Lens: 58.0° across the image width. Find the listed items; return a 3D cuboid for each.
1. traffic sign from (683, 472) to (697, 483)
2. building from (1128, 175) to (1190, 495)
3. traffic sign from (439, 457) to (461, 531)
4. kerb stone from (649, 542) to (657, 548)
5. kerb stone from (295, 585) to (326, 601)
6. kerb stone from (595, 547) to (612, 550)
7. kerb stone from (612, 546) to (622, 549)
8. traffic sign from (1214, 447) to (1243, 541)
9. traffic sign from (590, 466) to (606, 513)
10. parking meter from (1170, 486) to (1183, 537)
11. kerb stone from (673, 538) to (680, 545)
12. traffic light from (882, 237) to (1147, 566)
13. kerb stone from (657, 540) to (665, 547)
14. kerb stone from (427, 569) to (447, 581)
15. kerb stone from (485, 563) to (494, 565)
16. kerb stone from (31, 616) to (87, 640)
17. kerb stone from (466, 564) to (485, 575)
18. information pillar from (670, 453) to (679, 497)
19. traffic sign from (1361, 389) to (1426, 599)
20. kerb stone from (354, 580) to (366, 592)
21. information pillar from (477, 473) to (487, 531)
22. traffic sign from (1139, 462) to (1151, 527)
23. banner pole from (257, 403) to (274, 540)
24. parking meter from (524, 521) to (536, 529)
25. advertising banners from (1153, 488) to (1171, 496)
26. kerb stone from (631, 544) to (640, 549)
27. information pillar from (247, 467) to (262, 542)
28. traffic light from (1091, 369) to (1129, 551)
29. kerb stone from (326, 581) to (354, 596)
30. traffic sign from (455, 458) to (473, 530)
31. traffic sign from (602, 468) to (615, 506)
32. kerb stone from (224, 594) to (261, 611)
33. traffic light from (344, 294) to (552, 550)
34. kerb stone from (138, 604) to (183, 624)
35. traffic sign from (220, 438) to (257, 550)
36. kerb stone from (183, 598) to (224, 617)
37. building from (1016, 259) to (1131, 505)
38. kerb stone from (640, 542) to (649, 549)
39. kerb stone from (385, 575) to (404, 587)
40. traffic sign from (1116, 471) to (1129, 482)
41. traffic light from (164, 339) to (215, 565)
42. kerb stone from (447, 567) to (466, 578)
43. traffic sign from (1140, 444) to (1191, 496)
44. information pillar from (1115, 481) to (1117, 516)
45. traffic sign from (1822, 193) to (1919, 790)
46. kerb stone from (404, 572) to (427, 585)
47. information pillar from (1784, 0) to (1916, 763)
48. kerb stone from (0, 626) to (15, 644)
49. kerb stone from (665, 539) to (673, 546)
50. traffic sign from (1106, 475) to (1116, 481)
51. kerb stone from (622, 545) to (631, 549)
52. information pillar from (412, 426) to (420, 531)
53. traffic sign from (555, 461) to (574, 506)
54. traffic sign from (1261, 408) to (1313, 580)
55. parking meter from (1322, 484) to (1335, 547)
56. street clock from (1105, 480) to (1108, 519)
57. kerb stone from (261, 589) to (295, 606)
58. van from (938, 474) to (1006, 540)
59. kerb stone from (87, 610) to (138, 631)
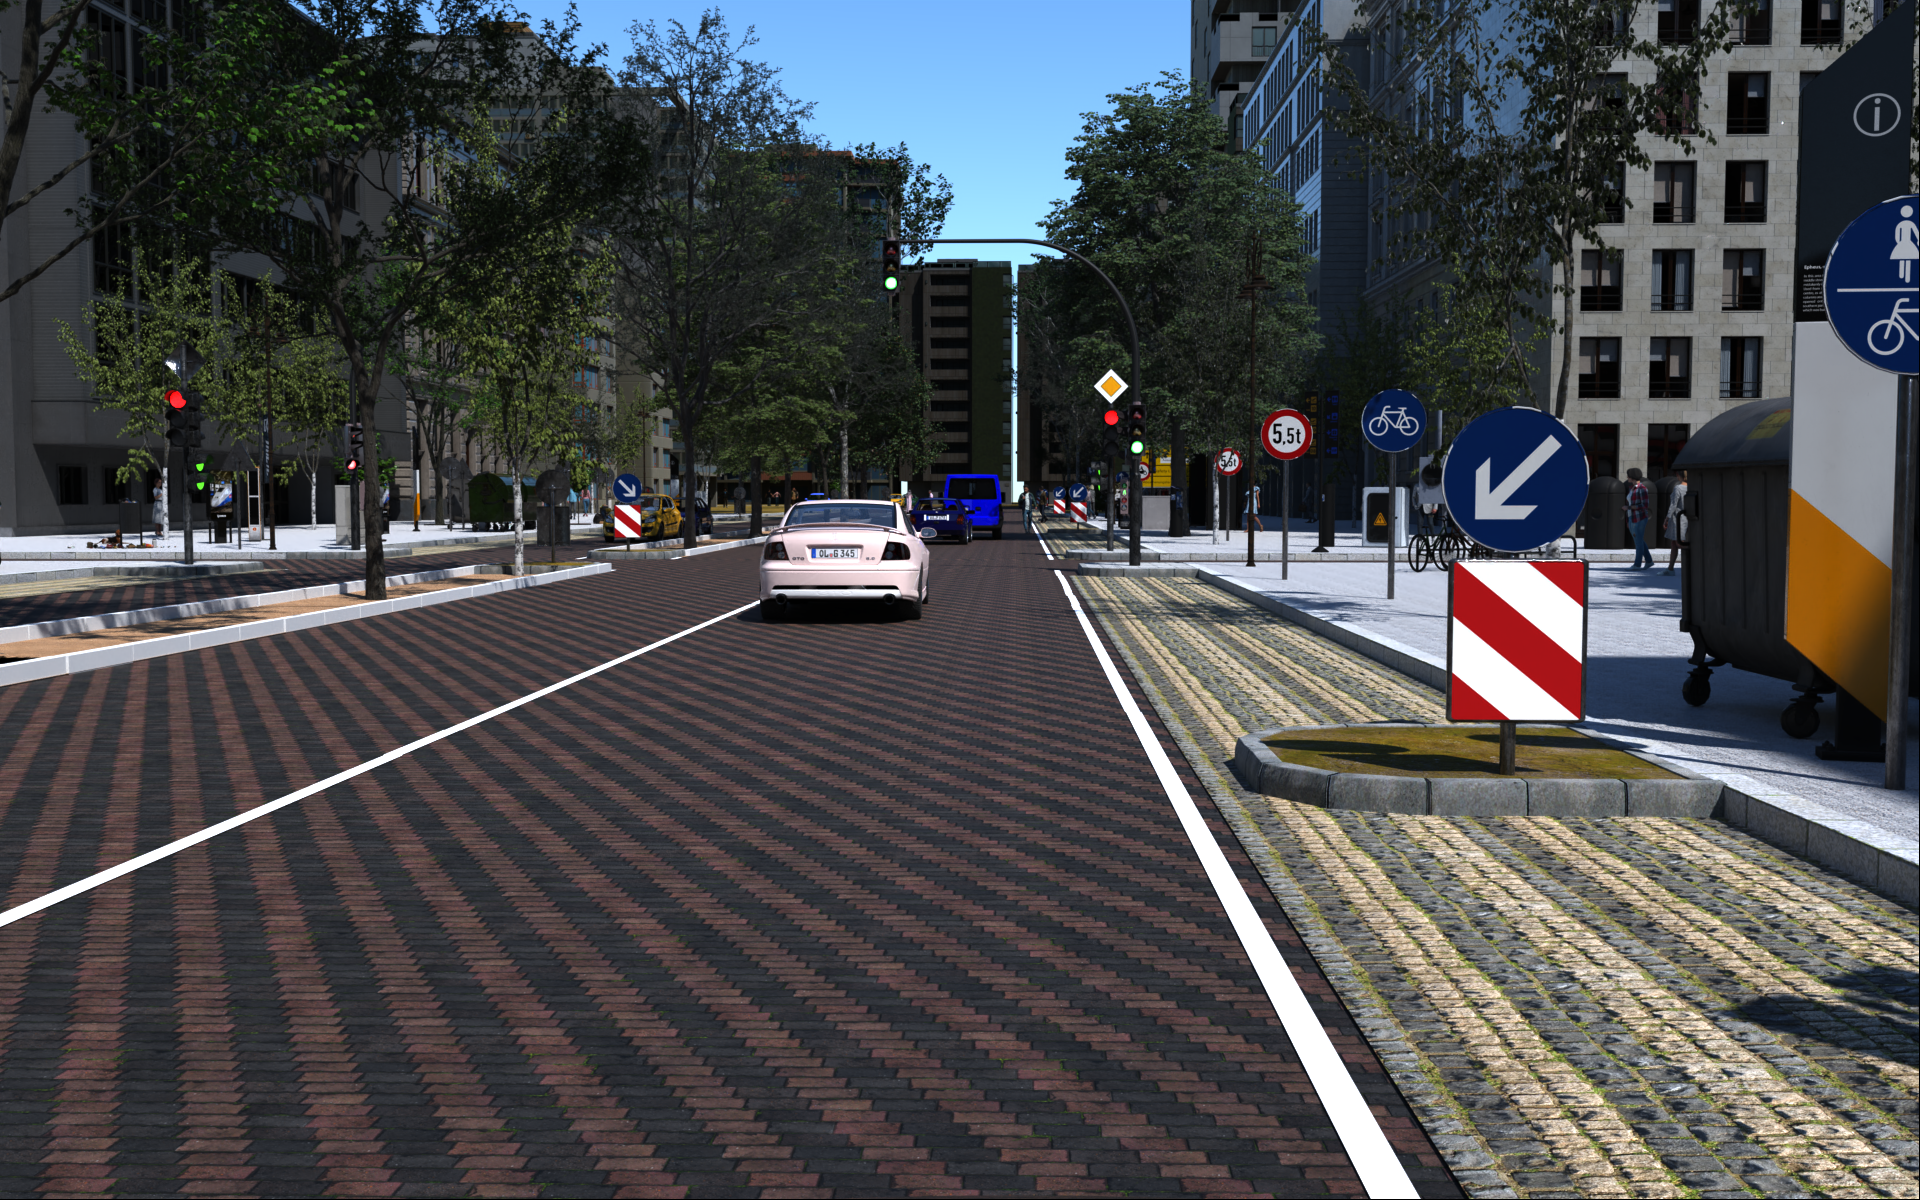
[{"bbox_3d":[-14.393,-5.641,92.339,0.768,2.556,0.104,1,4,11],"label":"traffic sign"},{"bbox_3d":[28.068,-32.480,214.638,14.086,41.232,14.154,0,4,2],"label":"building"},{"bbox_3d":[-17.496,-3.629,59.444,0.768,2.556,0.104,0,4,3],"label":"traffic sign"},{"bbox_3d":[-8.208,-1.431,45.594,0.120,0.150,1.000,0,4,2],"label":"kerb stone"},{"bbox_3d":[-8.917,-0.079,23.539,0.120,0.150,1.000,0,4,2],"label":"kerb stone"},{"bbox_3d":[-8.369,-1.117,40.462,0.120,0.150,1.000,0,4,2],"label":"kerb stone"},{"bbox_3d":[-8.336,-1.180,41.486,0.120,0.150,1.000,0,4,2],"label":"kerb stone"},{"bbox_3d":[7.330,-2.890,47.352,0.768,2.556,0.104,0,4,5],"label":"traffic sign"},{"bbox_3d":[-16.267,-4.744,77.665,0.768,2.556,0.104,1,4,9],"label":"traffic sign"},{"bbox_3d":[6.436,-2.632,51.448,0.372,1.533,0.369,0,3,0],"label":"parking meter"},{"bbox_3d":[-8.098,-1.619,48.665,0.120,0.150,1.000,0,4,2],"label":"kerb stone"},{"bbox_3d":[1.013,-3.437,30.863,4.771,5.953,1.251,0,4,2],"label":"traffic light"},{"bbox_3d":[-8.169,-1.489,46.620,0.120,0.150,1.000,0,4,2],"label":"kerb stone"},{"bbox_3d":[-8.750,-0.395,28.655,0.120,0.150,1.000,0,4,2],"label":"kerb stone"},{"bbox_3d":[-8.656,-0.578,31.722,0.120,0.150,1.000,0,4,2],"label":"kerb stone"},{"bbox_3d":[-9.121,0.293,17.398,0.120,0.150,1.000,0,4,2],"label":"kerb stone"},{"bbox_3d":[-8.684,-0.520,30.700,0.120,0.150,1.000,0,4,2],"label":"kerb stone"},{"bbox_3d":[-16.201,-6.540,98.282,0.504,3.616,0.183,0,4,5],"label":"information pillar"},{"bbox_3d":[5.259,-1.282,21.066,0.768,2.556,0.104,1,4,9],"label":"traffic sign"},{"bbox_3d":[-8.856,-0.208,25.590,0.120,0.150,1.000,0,4,2],"label":"kerb stone"},{"bbox_3d":[-16.768,-3.448,60.868,0.304,2.012,0.304,0,4,-6],"label":"information pillar"},{"bbox_3d":[7.136,-4.159,68.103,0.768,2.556,0.104,1,4,9],"label":"traffic sign"},{"bbox_3d":[-19.170,-3.535,47.810,0.863,3.779,0.401,3,4,39],"label":"banner pole"},{"bbox_3d":[-15.682,-3.516,63.200,0.399,1.863,0.255,1,4,18],"label":"parking meter"},{"bbox_3d":[8.530,-4.657,72.324,2.074,3.025,0.090,3,4,38],"label":"advertising banners"},{"bbox_3d":[-8.268,-1.305,43.533,0.120,0.150,1.000,0,4,2],"label":"kerb stone"},{"bbox_3d":[-19.023,-2.582,46.701,0.304,2.012,0.304,-1,4,-17],"label":"information pillar"},{"bbox_3d":[3.366,-3.058,38.917,0.839,4.253,0.868,0,4,2],"label":"traffic light"},{"bbox_3d":[-8.879,-0.140,24.561,0.120,0.150,1.000,0,4,2],"label":"kerb stone"},{"bbox_3d":[-17.714,-3.773,61.691,0.884,2.594,0.081,0,4,7],"label":"traffic sign"},{"bbox_3d":[-17.102,-5.123,83.867,0.768,2.556,0.104,0,4,4],"label":"traffic sign"},{"bbox_3d":[-8.985,0.043,21.494,0.120,0.150,1.000,0,4,2],"label":"kerb stone"},{"bbox_3d":[-11.693,-3.961,39.424,4.771,5.953,1.251,0,4,2],"label":"traffic light"},{"bbox_3d":[-9.055,0.171,19.441,0.120,0.150,1.000,0,4,2],"label":"kerb stone"},{"bbox_3d":[-16.666,-2.447,40.007,0.884,2.594,0.081,0,4,7],"label":"traffic sign"},{"bbox_3d":[-9.016,0.107,20.462,0.120,0.150,1.000,0,4,2],"label":"kerb stone"},{"bbox_3d":[13.984,-27.148,215.571,14.107,30.474,14.160,0,4,2],"label":"building"},{"bbox_3d":[-8.232,-1.365,44.565,0.120,0.150,1.000,0,4,2],"label":"kerb stone"},{"bbox_3d":[-8.819,-0.268,26.612,0.120,0.150,1.000,0,4,2],"label":"kerb stone"},{"bbox_3d":[9.161,-5.961,97.572,0.768,2.556,0.104,1,4,10],"label":"traffic sign"},{"bbox_3d":[-14.047,-2.603,31.476,0.839,4.253,0.868,0,4,2],"label":"traffic light"},{"bbox_3d":[-8.719,-0.452,29.677,0.120,0.150,1.000,0,4,2],"label":"kerb stone"},{"bbox_3d":[8.460,-4.679,70.376,2.265,3.308,0.079,0,4,3],"label":"traffic sign"},{"bbox_3d":[9.081,-5.807,99.436,0.304,2.012,0.304,-1,4,-11],"label":"information pillar"},{"bbox_3d":[4.069,-0.450,7.460,0.768,2.556,0.104,0,4,5],"label":"traffic sign"},{"bbox_3d":[-8.783,-0.333,27.634,0.120,0.150,1.000,0,4,2],"label":"kerb stone"},{"bbox_3d":[4.263,-1.036,8.298,0.504,3.616,0.183,1,4,18],"label":"information pillar"},{"bbox_3d":[-9.155,0.359,16.376,0.120,0.150,1.000,0,4,2],"label":"kerb stone"},{"bbox_3d":[-8.129,-1.556,47.643,0.120,0.150,1.000,0,4,2],"label":"kerb stone"},{"bbox_3d":[9.484,-6.691,109.499,0.768,2.556,0.104,0,4,3],"label":"traffic sign"},{"bbox_3d":[-8.305,-1.243,42.512,0.120,0.150,1.000,0,4,2],"label":"kerb stone"},{"bbox_3d":[-18.652,-4.161,59.390,0.183,3.616,0.504,-2,4,-31],"label":"information pillar"},{"bbox_3d":[-15.093,-4.038,66.133,0.768,2.556,0.104,0,4,5],"label":"traffic sign"},{"bbox_3d":[4.866,-1.576,25.878,0.768,2.556,0.104,0,4,3],"label":"traffic sign"},{"bbox_3d":[8.924,-2.061,42.112,0.372,1.533,0.369,0,3,0],"label":"parking meter"},{"bbox_3d":[7.716,-5.271,90.745,0.358,2.002,0.471,-1,4,-20],"label":"street clock"},{"bbox_3d":[-8.944,-0.015,22.516,0.120,0.150,1.000,0,4,2],"label":"kerb stone"},{"bbox_3d":[0.388,-3.150,55.891,2.240,2.365,5.245,0,4,0],"label":"van"},{"bbox_3d":[-9.082,0.231,18.419,0.120,0.150,1.000,0,4,2],"label":"kerb stone"}]
